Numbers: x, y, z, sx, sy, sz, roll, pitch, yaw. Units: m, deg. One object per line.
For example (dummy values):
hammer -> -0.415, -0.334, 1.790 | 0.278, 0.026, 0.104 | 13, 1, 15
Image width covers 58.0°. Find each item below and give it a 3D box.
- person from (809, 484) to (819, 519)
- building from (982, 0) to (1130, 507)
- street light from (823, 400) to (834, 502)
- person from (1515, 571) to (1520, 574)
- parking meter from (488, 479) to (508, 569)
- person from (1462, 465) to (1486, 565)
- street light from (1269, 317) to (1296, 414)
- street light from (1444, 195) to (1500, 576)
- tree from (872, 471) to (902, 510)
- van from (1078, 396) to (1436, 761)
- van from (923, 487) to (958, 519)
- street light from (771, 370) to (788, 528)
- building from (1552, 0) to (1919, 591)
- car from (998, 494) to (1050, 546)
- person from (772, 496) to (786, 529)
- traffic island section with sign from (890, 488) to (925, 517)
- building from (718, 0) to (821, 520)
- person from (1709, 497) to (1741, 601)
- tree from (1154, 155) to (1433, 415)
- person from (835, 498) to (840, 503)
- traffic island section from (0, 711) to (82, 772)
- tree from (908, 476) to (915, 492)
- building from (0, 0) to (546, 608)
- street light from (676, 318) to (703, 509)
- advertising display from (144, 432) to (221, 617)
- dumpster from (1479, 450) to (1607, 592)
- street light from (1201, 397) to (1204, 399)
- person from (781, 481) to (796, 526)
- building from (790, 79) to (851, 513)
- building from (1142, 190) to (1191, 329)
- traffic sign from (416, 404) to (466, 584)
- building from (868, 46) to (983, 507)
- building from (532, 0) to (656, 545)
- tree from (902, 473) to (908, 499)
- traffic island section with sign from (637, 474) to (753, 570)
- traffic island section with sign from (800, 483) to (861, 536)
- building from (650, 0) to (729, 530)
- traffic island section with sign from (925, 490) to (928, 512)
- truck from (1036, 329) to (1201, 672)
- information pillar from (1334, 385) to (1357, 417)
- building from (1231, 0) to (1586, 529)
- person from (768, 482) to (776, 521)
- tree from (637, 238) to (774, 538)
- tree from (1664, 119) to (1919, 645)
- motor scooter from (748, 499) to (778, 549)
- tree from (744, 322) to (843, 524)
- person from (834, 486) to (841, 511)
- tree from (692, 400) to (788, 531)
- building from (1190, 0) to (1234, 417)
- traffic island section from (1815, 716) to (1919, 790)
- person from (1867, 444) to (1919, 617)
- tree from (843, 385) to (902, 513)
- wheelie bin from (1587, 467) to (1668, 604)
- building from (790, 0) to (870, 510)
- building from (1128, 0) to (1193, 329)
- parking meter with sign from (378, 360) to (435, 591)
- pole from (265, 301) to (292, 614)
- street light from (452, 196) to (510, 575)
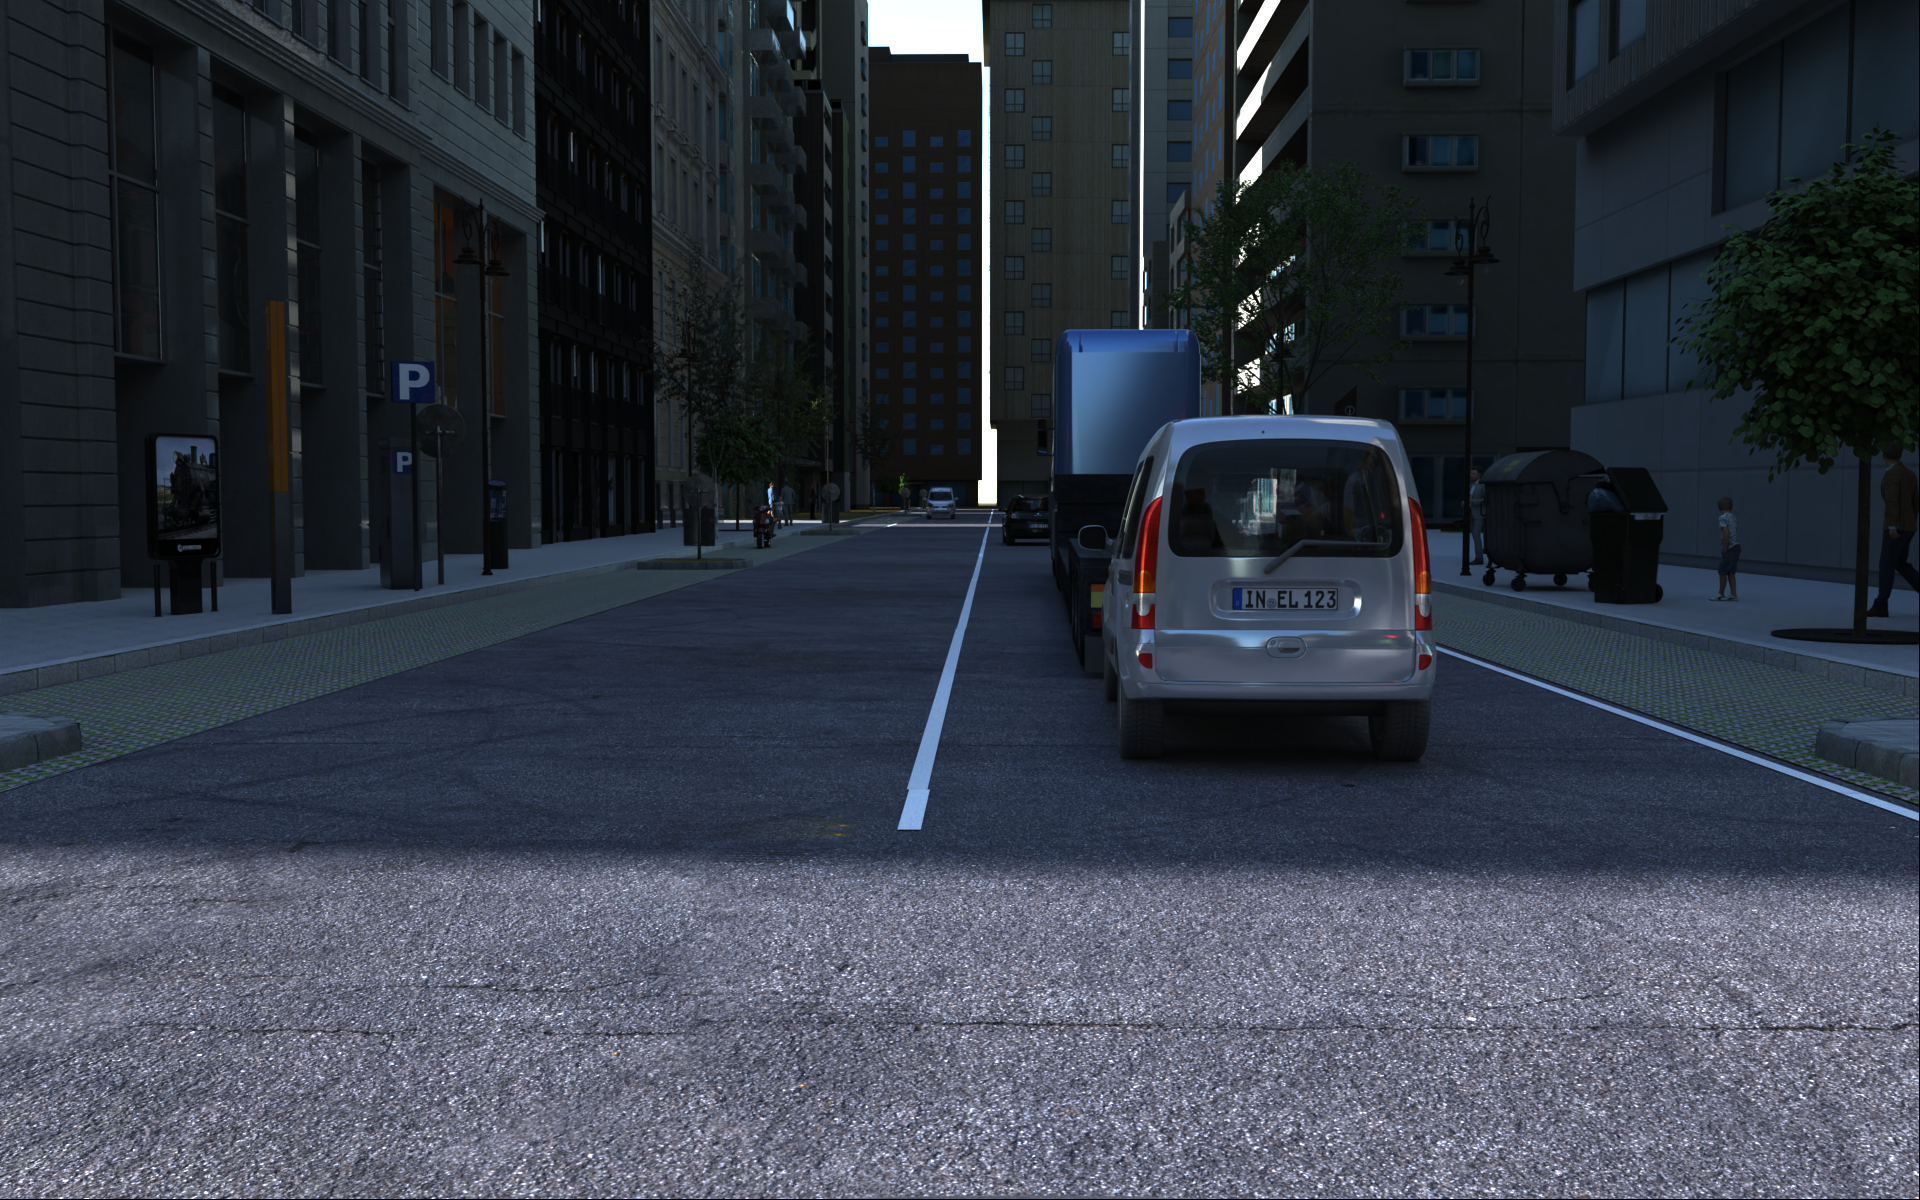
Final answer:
person -> -7.416, -4.976, 87.542 | 0.705, 1.807, 1.348 | 1, 4, 14
building -> 16.148, -36.332, 183.274 | 27.495, 52.752, 28.713 | 0, 4, 1
street light -> -6.309, -6.741, 83.009 | 0.468, 5.910, 1.993 | 0, 4, 1
person -> 9.165, -1.308, 27.516 | 0.778, 1.811, 0.616 | -3, 5, -41
parking meter -> -7.944, -1.301, 29.687 | 0.372, 1.533, 0.369 | 0, 3, 0
person -> 9.332, -1.547, 31.533 | 0.583, 1.804, 0.606 | -2, 4, -25
street light -> 8.435, -4.444, 45.453 | 0.468, 5.910, 1.993 | 0, 4, 1
street light -> 7.979, -3.325, 27.154 | 0.468, 5.910, 1.993 | 0, 4, 1
tree -> -6.210, -9.085, 143.135 | 1.663, 3.219, 1.824 | 0, 3, 0
van -> 1.748, -0.226, 10.701 | 2.013, 2.044, 4.112 | 0, 4, 3
van -> -1.099, -5.663, 99.607 | 2.013, 2.044, 4.112 | 0, 3, 0
street light -> -6.755, -5.622, 64.710 | 0.468, 5.910, 1.993 | 0, 4, 1
building -> 24.859, -26.410, 21.036 | 27.495, 52.752, 28.713 | 0, 4, 1
car -> 2.116, -2.426, 49.454 | 2.009, 1.686, 4.222 | 0, 4, -1
person -> -6.589, -3.187, 63.160 | 0.505, 1.210, 0.382 | -3, 4, -38
traffic island section with sign -> -3.414, -6.232, 110.527 | 1.989, 1.847, 2.006 | 0, 4, 1
building -> -20.728, -29.300, 98.661 | 23.786, 49.044, 30.456 | 0, 4, 1
person -> 9.186, -0.614, 20.766 | 0.332, 1.250, 0.352 | 0, 4, -7
tree -> 9.975, -7.760, 52.625 | 9.928, 11.665, 9.643 | 0, 3, 0
person -> -7.222, -5.472, 98.699 | 0.628, 1.438, 0.799 | 3, 5, 40
traffic island section -> -5.913, 0.826, 8.770 | 2.009, 0.180, 2.903 | 0, 4, 1
tree -> -5.240, -10.097, 159.683 | 1.663, 3.219, 1.824 | 0, 3, 0
building -> -15.691, -15.190, 25.855 | 11.434, 29.767, 29.804 | 0, 4, 1
street light -> -7.098, -4.449, 45.522 | 0.468, 5.910, 1.993 | 0, 4, 1
advertising display -> -8.273, -0.811, 18.472 | 0.123, 1.923, 0.974 | 1, 4, 16
dumpster -> 7.867, -1.078, 23.390 | 1.264, 1.857, 1.865 | 0, 4, 1
street light -> 8.793, -5.630, 64.841 | 0.468, 5.910, 1.993 | 0, 4, 1
person -> -6.923, -3.875, 69.506 | 0.635, 1.810, 0.391 | -3, 4, -39
building -> -15.342, -21.386, 121.358 | 14.160, 30.474, 14.107 | 0, 4, 1
building -> 26.870, -16.376, 112.790 | 27.650, 21.520, 28.899 | 0, 4, 1
traffic sign -> -7.373, -1.494, 24.531 | 0.768, 2.556, 0.104 | 0, 4, 1
building -> -4.842, -32.228, 177.041 | 14.200, 45.320, 14.600 | 0, 4, 1
building -> -16.463, -13.430, 49.252 | 12.332, 23.373, 15.834 | 0, 4, 1
tree -> -5.610, -9.402, 148.321 | 1.663, 3.219, 1.824 | 0, 3, 0
traffic island section with sign -> -5.063, -1.520, 33.473 | 1.989, 1.847, 2.006 | 0, 4, 1
traffic island section with sign -> -4.480, -3.168, 60.422 | 1.989, 1.847, 2.006 | 0, 4, 1
building -> -16.977, -17.195, 67.046 | 13.634, 28.700, 20.117 | 0, 4, 1
traffic island section with sign -> -2.834, -7.881, 137.476 | 1.989, 1.847, 2.006 | 0, 4, 1
truck -> 2.508, -2.005, 22.546 | 2.967, 4.110, 18.799 | 0, 4, 2
information pillar -> 8.261, -2.800, 37.131 | 0.504, 3.616, 0.183 | 0, 4, 4
building -> 23.487, -27.403, 71.748 | 21.300, 48.544, 21.600 | 0, 4, 1
person -> -8.785, -4.549, 80.436 | 0.654, 1.822, 0.581 | -1, 4, -17
tree -> -7.076, -6.069, 49.598 | 4.360, 8.622, 3.978 | 0, 3, 0
tree -> 7.968, -1.937, 15.376 | 4.285, 4.588, 4.351 | 0, 3, 0
motor scooter -> -5.179, -2.016, 45.743 | 0.815, 1.314, 1.986 | 0, 4, 1
tree -> -7.308, -7.623, 75.006 | 4.737, 8.622, 4.395 | 0, 3, 0
person -> -7.488, -5.969, 104.083 | 0.683, 1.767, 0.568 | -3, 4, -36
tree -> -7.705, -4.671, 60.090 | 4.285, 4.588, 4.351 | 0, 3, 0
building -> 19.821, -26.927, 90.364 | 14.600, 45.320, 14.200 | 0, 4, 1
traffic island section -> 5.626, 0.842, 8.519 | 2.009, 0.180, 2.903 | 0, 4, 1
person -> 9.824, -0.741, 18.077 | 0.836, 1.842, 0.656 | 1, 4, 17
tree -> -5.791, -10.154, 116.385 | 4.360, 8.622, 3.978 | 0, 3, 0
wheelie bin -> 7.816, -0.764, 20.397 | 0.980, 1.594, 0.693 | -2, 4, -27
building -> -18.931, -31.936, 145.851 | 21.600, 48.544, 21.300 | 0, 4, 1
building -> 24.306, -36.655, 141.305 | 21.231, 58.520, 28.212 | 0, 4, 1
parking meter with sign -> -7.579, -1.667, 23.514 | 0.543, 3.016, 1.738 | -2, 4, -29
pole -> -7.266, -1.505, 18.453 | 0.158, 3.312, 0.155 | 0, 3, 0
street light -> -7.478, -3.329, 27.221 | 0.468, 5.910, 1.993 | 0, 4, 1
